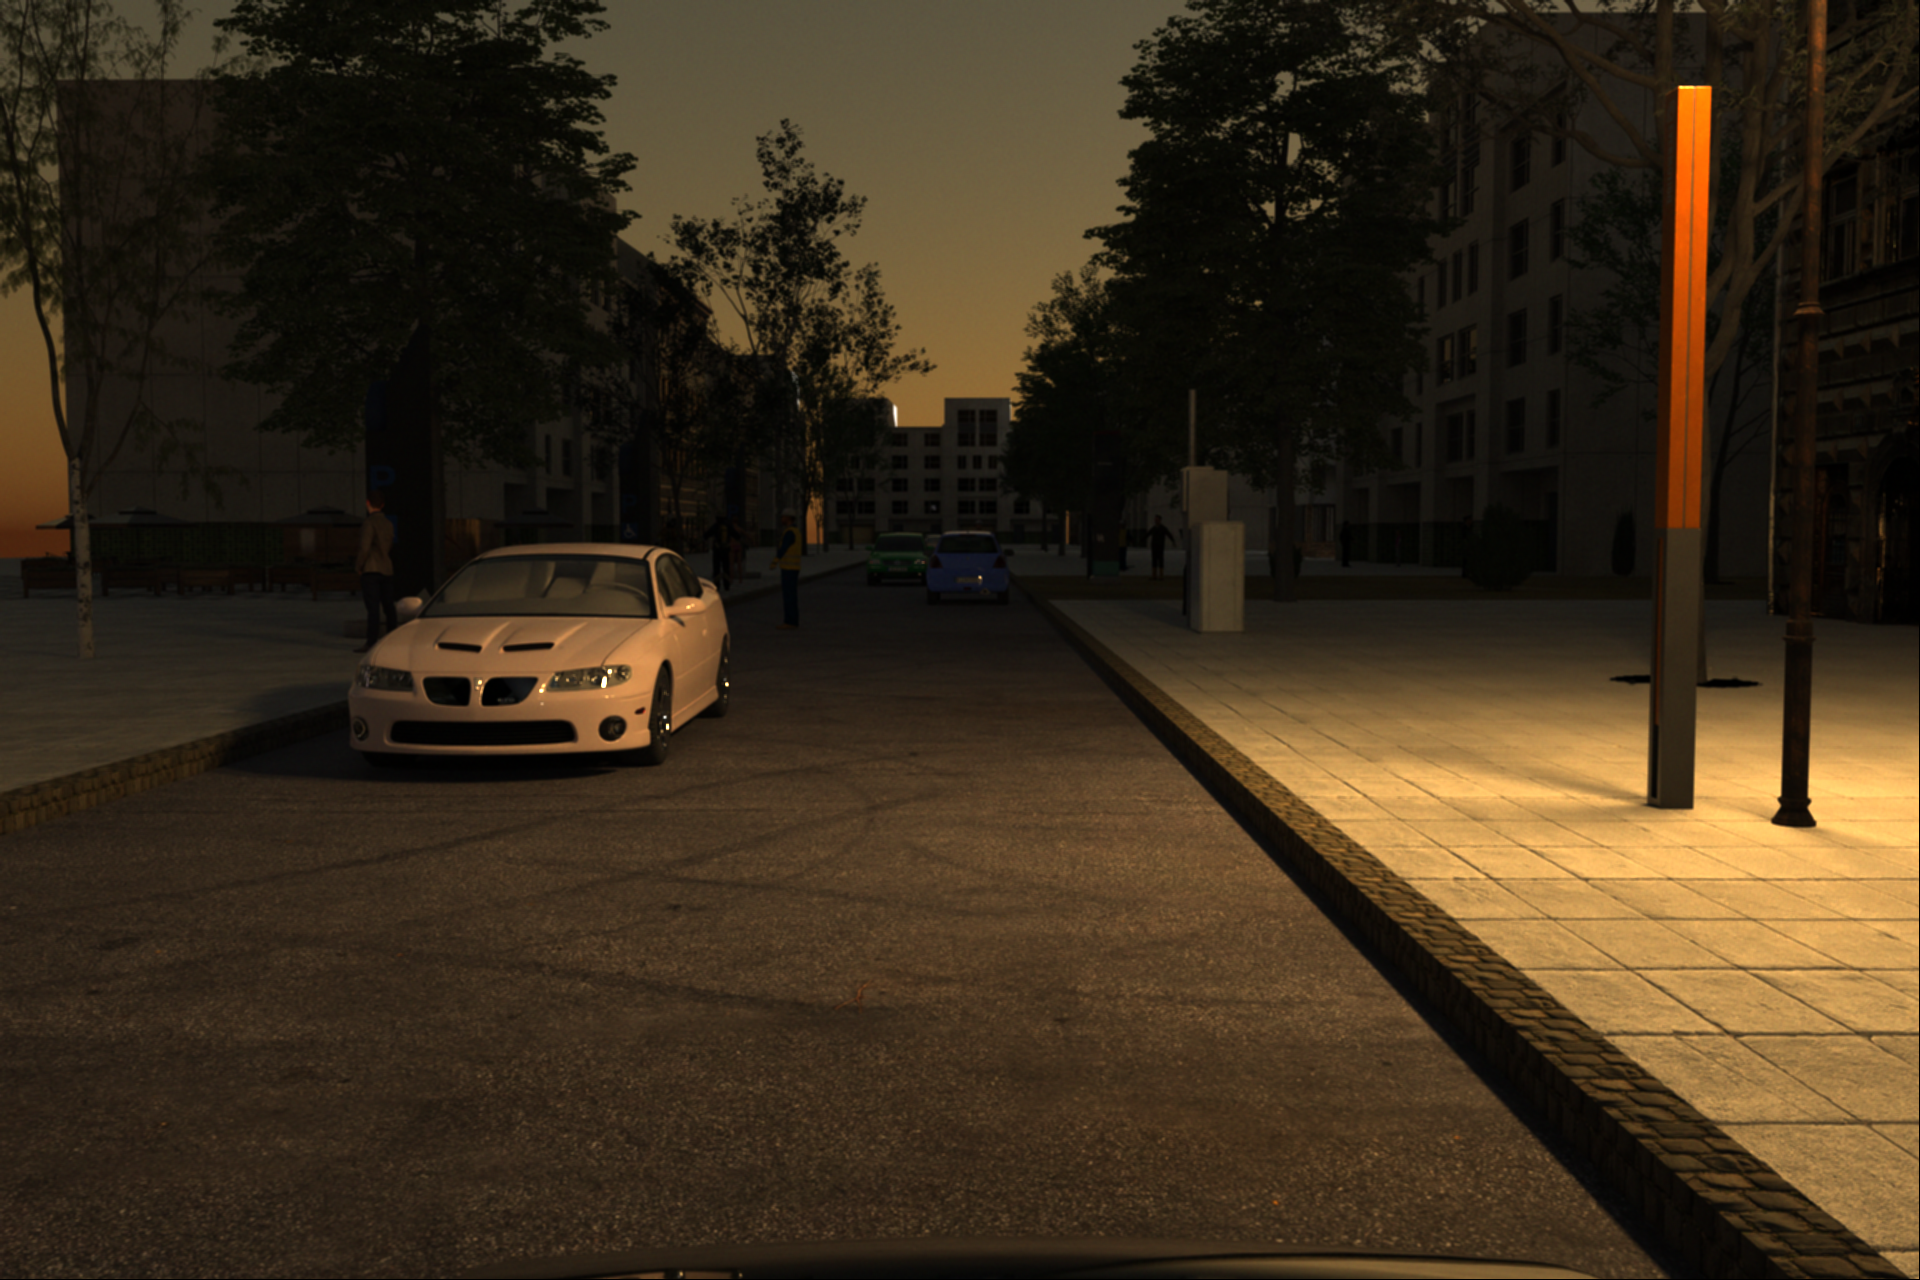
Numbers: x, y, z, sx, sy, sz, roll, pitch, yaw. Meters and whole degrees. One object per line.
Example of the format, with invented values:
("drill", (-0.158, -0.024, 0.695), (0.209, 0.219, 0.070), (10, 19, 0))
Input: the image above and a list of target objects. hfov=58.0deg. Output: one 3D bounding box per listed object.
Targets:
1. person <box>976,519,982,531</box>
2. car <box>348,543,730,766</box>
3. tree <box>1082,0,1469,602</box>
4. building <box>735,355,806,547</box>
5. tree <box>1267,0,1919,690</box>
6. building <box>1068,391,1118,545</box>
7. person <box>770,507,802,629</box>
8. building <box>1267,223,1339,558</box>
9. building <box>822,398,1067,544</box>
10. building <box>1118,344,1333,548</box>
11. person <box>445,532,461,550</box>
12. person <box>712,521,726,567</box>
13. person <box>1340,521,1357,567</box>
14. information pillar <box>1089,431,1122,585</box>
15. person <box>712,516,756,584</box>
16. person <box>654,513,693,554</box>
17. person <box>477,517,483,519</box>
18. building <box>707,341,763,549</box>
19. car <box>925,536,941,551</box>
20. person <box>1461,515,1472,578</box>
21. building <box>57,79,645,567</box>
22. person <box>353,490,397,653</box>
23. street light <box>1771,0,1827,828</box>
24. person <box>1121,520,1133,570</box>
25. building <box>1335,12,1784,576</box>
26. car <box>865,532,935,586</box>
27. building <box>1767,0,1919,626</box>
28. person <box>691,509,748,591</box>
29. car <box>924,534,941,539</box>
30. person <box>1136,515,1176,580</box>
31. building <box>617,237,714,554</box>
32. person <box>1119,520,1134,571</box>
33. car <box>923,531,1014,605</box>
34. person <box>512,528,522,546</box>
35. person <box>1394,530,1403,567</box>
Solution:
("person", (0.547, -2.512, 49.380), (1.347, 1.847, 0.705), (-1, 4, -11))
("car", (-2.754, 0.008, 12.229), (2.083, 1.381, 4.827), (0, 3, 0))
("tree", (5.837, -6.987, 32.358), (7.486, 12.596, 7.792), (0, 3, 0))
("building", (-26.575, -19.578, 186.561), (16.747, 18.905, 31.486), (0, 4, 1))
("tree", (6.289, -6.357, 14.303), (12.009, 13.543, 11.850), (0, 3, 0))
("building", (22.695, -22.850, 204.521), (19.493, 23.208, 18.063), (0, 3, 0))
("person", (-2.603, -1.084, 26.149), (0.705, 1.833, 1.349), (0, 4, 8))
("building", (24.223, -15.292, 106.446), (16.016, 20.090, 11.380), (0, 4, 0))
("building", (-1.704, -22.172, 231.418), (31.486, 18.905, 16.747), (0, 4, 2))
("building", (25.205, -18.570, 170.069), (16.747, 18.905, 31.486), (0, 4, 0))
("person", (-12.110, -2.058, 39.794), (0.704, 1.843, 1.345), (3, 5, 43))
("person", (-9.196, -3.761, 67.624), (1.347, 1.817, 0.704), (3, 5, 44))
("person", (15.053, -3.745, 67.424), (0.705, 1.806, 1.347), (-1, 4, -13))
("information pillar", (3.686, -3.326, 43.762), (0.750, 3.857, 0.750), (0, 4, -1))
("person", (-5.818, -2.317, 44.685), (1.217, 1.733, 0.721), (-2, 4, -27))
("person", (-7.951, -2.576, 47.885), (0.705, 1.858, 1.354), (3, 5, 40))
("person", (-15.351, -3.019, 55.487), (0.705, 1.813, 1.348), (-1, 4, -16))
("building", (-28.817, -20.008, 158.052), (19.493, 23.208, 18.063), (0, 4, 1))
("car", (-0.753, -3.655, 72.128), (2.083, 1.381, 4.827), (0, 4, -1))
("person", (14.777, -2.719, 50.383), (0.705, 1.837, 1.347), (2, 4, 26))
("building", (-26.558, -13.271, 83.432), (16.747, 18.905, 31.486), (0, 4, 1))
("person", (-6.489, -0.756, 18.940), (0.750, 1.759, 0.617), (2, 4, 33))
("street light", (3.686, -2.122, 7.478), (0.468, 5.910, 1.993), (0, 3, 0))
("person", (5.895, -3.429, 62.287), (0.704, 1.802, 1.346), (-1, 4, -16))
("building", (26.520, -12.298, 67.536), (16.747, 18.905, 31.486), (0, 3, 0))
("car", (-1.684, -2.482, 49.384), (1.959, 1.807, 4.718), (0, 4, 1))
("building", (22.137, -11.436, 17.911), (19.493, 23.208, 18.063), (0, 3, 0))
("person", (-5.420, -2.047, 39.243), (1.354, 1.856, 0.705), (-2, 4, -25))
("car", (-1.993, -7.240, 130.370), (2.014, 1.417, 4.499), (0, 3, 0))
("person", (5.478, -2.566, 48.100), (1.346, 1.812, 0.704), (3, 5, 42))
("building", (-26.520, -16.985, 108.626), (19.493, 23.208, 18.063), (0, 4, 1))
("person", (5.516, -3.256, 59.694), (1.216, 1.772, 0.721), (-2, 4, -32))
("car", (0.176, -1.638, 36.372), (1.945, 1.707, 3.694), (0, 4, 1))
("person", (-14.921, -3.186, 58.368), (0.705, 1.796, 1.348), (-1, 4, -18))
("person", (17.096, -3.579, 67.779), (0.599, 1.433, 0.991), (1, 4, 9))
